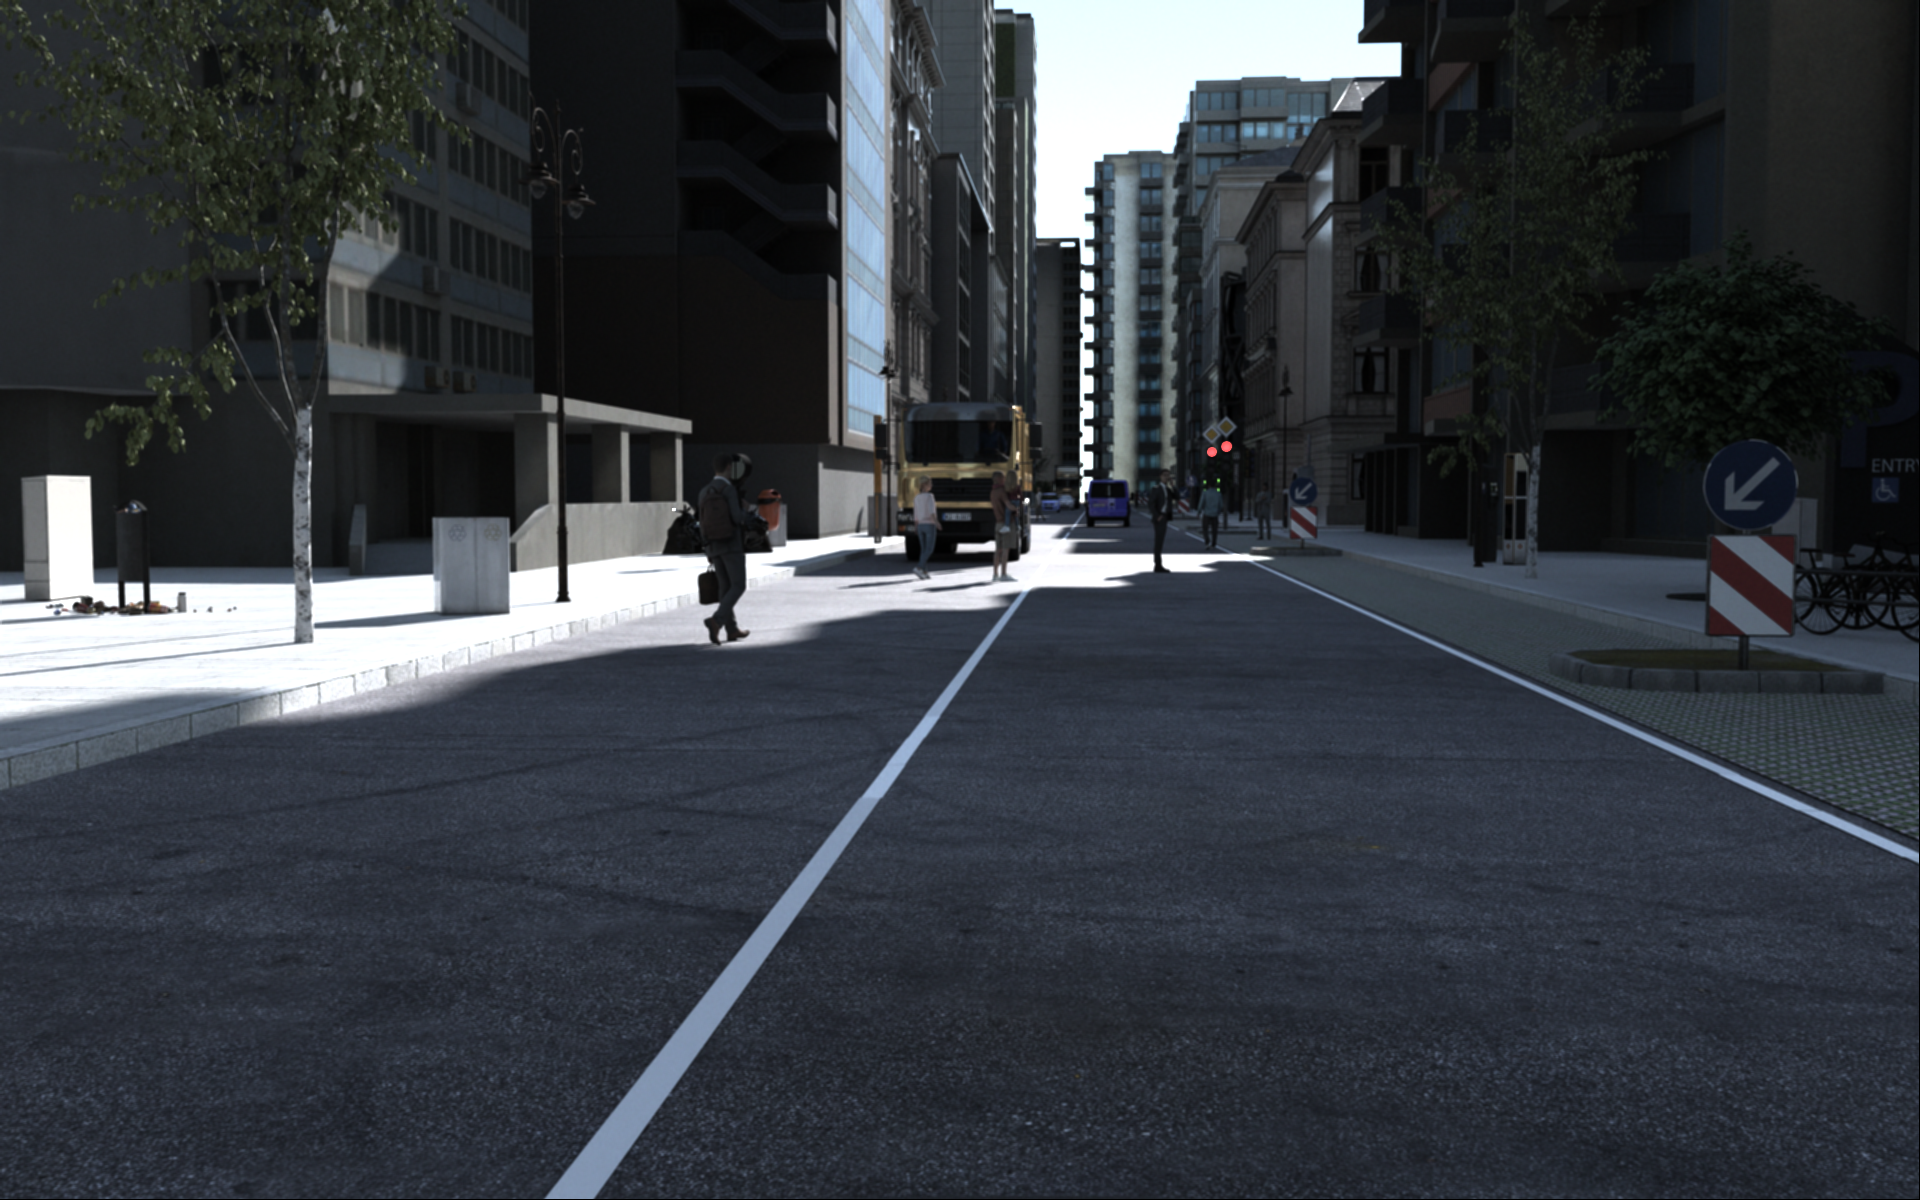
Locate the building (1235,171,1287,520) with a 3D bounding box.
[{"bbox_3d":[20.721,-13.952,92.743,10.561,19.102,19.286,0,4,5],"label":"building"}]

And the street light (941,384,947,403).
[{"bbox_3d":[-0.615,-6.024,71.275,0.468,5.910,1.993,0,4,5],"label":"street light"}]

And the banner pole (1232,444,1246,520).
[{"bbox_3d":[13.856,-5.872,86.032,0.863,3.779,0.401,3,5,41],"label":"banner pole"}]

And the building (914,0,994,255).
[{"bbox_3d":[-5.164,-43.885,155.765,20.563,71.187,20.611,0,4,5],"label":"building"}]

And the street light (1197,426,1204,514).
[{"bbox_3d":[15.635,-8.547,112.534,0.468,5.910,1.993,0,4,5],"label":"street light"}]

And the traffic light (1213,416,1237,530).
[{"bbox_3d":[9.530,-4.484,62.229,0.839,4.253,0.868,0,4,5],"label":"traffic light"}]

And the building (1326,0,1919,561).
[{"bbox_3d":[22.465,-23.864,44.793,22.147,44.769,28.867,0,4,5],"label":"building"}]

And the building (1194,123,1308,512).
[{"bbox_3d":[25.551,-21.304,134.228,13.634,28.700,20.117,0,4,5],"label":"building"}]

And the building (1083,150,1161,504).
[{"bbox_3d":[32.456,-37.944,239.995,30.456,49.044,23.786,0,4,5],"label":"building"}]

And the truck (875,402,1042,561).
[{"bbox_3d":[0.229,-2.667,39.536,3.469,3.379,9.791,0,4,4],"label":"truck"}]

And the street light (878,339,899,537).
[{"bbox_3d":[-2.131,-4.834,51.829,0.468,5.910,1.993,0,4,5],"label":"street light"}]

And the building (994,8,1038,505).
[{"bbox_3d":[-4.853,-40.909,210.857,28.212,58.520,21.231,0,4,5],"label":"building"}]

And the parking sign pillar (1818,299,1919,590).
[{"bbox_3d":[12.625,-2.157,23.736,1.447,3.967,1.447,1,4,10],"label":"parking sign pillar"}]

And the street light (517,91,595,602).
[{"bbox_3d":[-4.725,-2.916,20.457,0.468,5.910,1.993,0,4,5],"label":"street light"}]

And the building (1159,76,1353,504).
[{"bbox_3d":[36.258,-35.655,202.572,23.786,49.044,30.456,0,4,5],"label":"building"}]

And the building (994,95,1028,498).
[{"bbox_3d":[-0.561,-29.975,173.684,14.154,41.232,14.086,0,4,5],"label":"building"}]

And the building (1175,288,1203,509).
[{"bbox_3d":[34.381,-19.209,159.105,27.650,21.520,28.899,0,4,5],"label":"building"}]

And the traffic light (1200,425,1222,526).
[{"bbox_3d":[10.165,-4.971,70.189,0.839,4.253,0.868,0,4,5],"label":"traffic light"}]

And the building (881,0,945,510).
[{"bbox_3d":[-8.573,-18.117,83.610,14.401,28.519,23.554,0,4,5],"label":"building"}]

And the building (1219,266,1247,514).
[{"bbox_3d":[25.813,-15.203,116.022,16.820,18.784,16.811,0,4,5],"label":"building"}]

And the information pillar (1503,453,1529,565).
[{"bbox_3d":[10.041,-1.640,31.299,0.304,2.012,0.304,-1,4,-21],"label":"information pillar"}]

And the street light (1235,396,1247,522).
[{"bbox_3d":[13.057,-6.582,80.409,0.468,5.910,1.993,0,4,5],"label":"street light"}]

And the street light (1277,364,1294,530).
[{"bbox_3d":[11.575,-5.438,61.701,0.468,5.910,1.993,0,4,5],"label":"street light"}]

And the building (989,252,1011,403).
[{"bbox_3d":[-1.430,-17.478,134.915,9.793,20.994,18.267,0,4,5],"label":"building"}]

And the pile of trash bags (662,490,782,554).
[{"bbox_3d":[-4.953,-1.738,38.171,1.912,1.369,3.447,2,4,25],"label":"pile of trash bags"}]

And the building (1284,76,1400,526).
[{"bbox_3d":[24.361,-12.808,74.039,19.286,19.102,10.561,0,4,5],"label":"building"}]

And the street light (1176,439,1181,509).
[{"bbox_3d":[18.170,-10.477,144.084,0.468,5.910,1.993,0,4,5],"label":"street light"}]

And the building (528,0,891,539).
[{"bbox_3d":[-10.113,-24.783,55.308,14.200,45.320,14.600,0,4,5],"label":"building"}]

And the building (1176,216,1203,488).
[{"bbox_3d":[29.714,-25.055,181.349,14.160,30.474,14.107,0,4,5],"label":"building"}]

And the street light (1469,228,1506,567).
[{"bbox_3d":[9.143,-3.521,30.360,0.468,5.910,1.993,0,4,5],"label":"street light"}]

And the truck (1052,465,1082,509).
[{"bbox_3d":[10.495,-11.008,168.889,2.839,4.237,11.283,0,4,4],"label":"truck"}]

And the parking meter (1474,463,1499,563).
[{"bbox_3d":[9.899,-1.643,32.569,0.255,1.863,0.399,-2,4,-30],"label":"parking meter"}]

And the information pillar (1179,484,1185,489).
[{"bbox_3d":[16.247,-7.486,126.883,0.304,2.012,0.304,-1,4,-18],"label":"information pillar"}]

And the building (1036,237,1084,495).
[{"bbox_3d":[5.529,-33.896,246.074,23.993,40.220,32.217,0,4,5],"label":"building"}]

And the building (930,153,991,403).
[{"bbox_3d":[-6.014,-17.846,110.853,14.314,24.678,30.058,0,4,5],"label":"building"}]

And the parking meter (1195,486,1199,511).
[{"bbox_3d":[18.266,-7.806,133.346,0.255,1.863,0.399,0,4,-1],"label":"parking meter"}]

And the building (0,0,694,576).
[{"bbox_3d":[-22.792,-21.011,35.415,32.217,40.220,23.993,0,4,5],"label":"building"}]
